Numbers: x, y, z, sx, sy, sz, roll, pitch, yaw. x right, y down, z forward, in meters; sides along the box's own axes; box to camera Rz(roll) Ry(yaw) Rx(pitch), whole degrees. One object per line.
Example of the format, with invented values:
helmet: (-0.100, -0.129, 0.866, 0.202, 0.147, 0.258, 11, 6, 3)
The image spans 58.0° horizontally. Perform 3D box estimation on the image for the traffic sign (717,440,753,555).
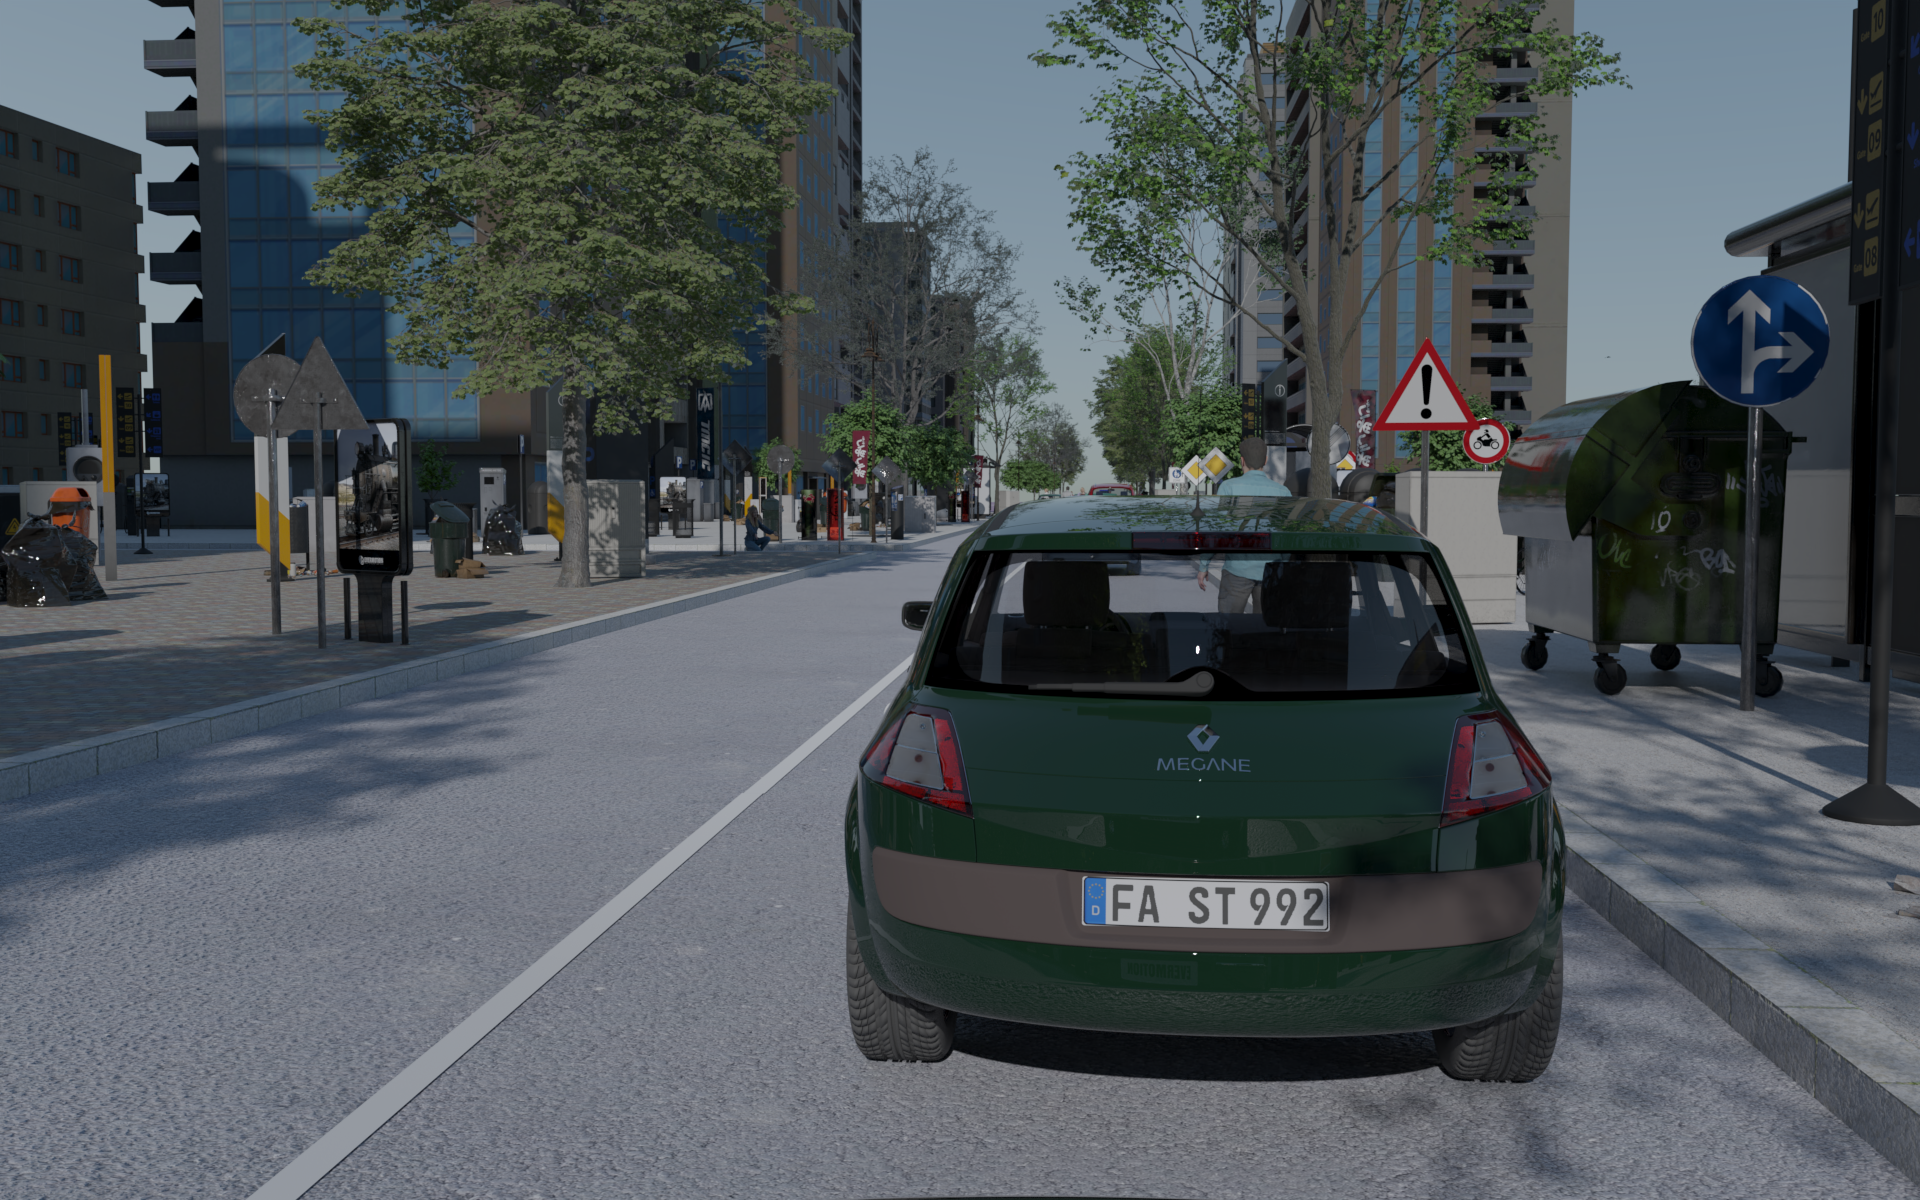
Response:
traffic sign: (-4.765, -2.170, 36.663, 0.795, 2.450, 0.064, 1, 4, 14)

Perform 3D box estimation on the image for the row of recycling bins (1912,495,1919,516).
row of recycling bins: (13.851, -0.985, 23.222, 1.069, 1.692, 3.534, 0, 4, 6)

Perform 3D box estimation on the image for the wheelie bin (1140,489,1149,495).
wheelie bin: (11.992, -6.434, 113.103, 0.693, 1.594, 0.980, 0, 4, 1)

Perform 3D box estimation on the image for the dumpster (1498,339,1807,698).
dumpster: (4.615, -0.564, 11.716, 1.502, 2.255, 1.985, 0, 4, 5)

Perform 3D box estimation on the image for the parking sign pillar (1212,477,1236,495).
parking sign pillar: (9.398, -4.369, 59.907, 1.447, 3.967, 1.447, -1, 4, -10)

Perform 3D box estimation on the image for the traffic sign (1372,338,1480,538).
traffic sign: (3.907, -0.891, 14.574, 0.884, 2.594, 0.081, 0, 4, 6)

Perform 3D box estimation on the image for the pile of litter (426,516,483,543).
pile of litter: (-13.276, -1.958, 45.978, 1.719, 0.858, 1.176, 1, 4, 17)

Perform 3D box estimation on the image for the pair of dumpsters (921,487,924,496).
pair of dumpsters: (-2.800, -5.289, 88.963, 1.574, 2.255, 4.437, 0, 4, 5)

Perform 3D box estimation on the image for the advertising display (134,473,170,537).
advertising display: (-24.378, -2.878, 52.274, 0.974, 1.923, 0.123, -2, 4, -28)

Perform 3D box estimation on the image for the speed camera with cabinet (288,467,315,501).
speed camera with cabinet: (-21.309, -3.781, 56.156, 2.038, 3.252, 0.660, -2, 4, -27)

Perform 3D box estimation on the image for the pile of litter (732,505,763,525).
pile of litter: (-8.858, -3.543, 71.890, 1.176, 0.858, 1.719, 3, 4, 37)

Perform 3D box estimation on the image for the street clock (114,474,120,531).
street clock: (-29.564, -3.415, 60.400, 0.471, 2.002, 0.358, -1, 4, -13)

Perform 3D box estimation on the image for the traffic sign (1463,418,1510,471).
traffic sign: (8.837, -1.776, 29.149, 0.768, 2.556, 0.104, 1, 4, 11)

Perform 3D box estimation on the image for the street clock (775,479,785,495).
street clock: (-8.459, -4.690, 81.253, 0.471, 2.002, 0.358, 3, 5, 42)

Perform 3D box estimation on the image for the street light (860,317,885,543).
street light: (-2.270, -4.441, 45.405, 0.468, 5.910, 1.993, 0, 4, 5)

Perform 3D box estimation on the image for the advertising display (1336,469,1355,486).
advertising display: (10.108, -2.397, 44.411, 0.974, 1.923, 0.123, 2, 4, 28)

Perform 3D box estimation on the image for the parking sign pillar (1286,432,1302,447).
parking sign pillar: (10.717, -4.234, 57.693, 1.447, 3.967, 1.447, 1, 4, 10)

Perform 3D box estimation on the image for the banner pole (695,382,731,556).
banner pole: (-5.125, -2.799, 35.783, 0.863, 3.779, 0.401, 2, 4, 31)

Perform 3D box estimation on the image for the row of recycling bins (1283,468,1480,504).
row of recycling bins: (6.818, -1.239, 27.367, 3.534, 1.692, 1.069, -1, 4, -13)

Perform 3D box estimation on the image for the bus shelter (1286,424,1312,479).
bus shelter: (10.155, -3.592, 52.656, 2.014, 3.302, 5.546, 0, 4, 5)

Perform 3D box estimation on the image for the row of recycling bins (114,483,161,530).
row of recycling bins: (-30.113, -3.488, 64.136, 1.069, 1.692, 3.534, 1, 4, 18)

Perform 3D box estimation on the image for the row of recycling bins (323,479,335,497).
row of recycling bins: (-16.296, -2.439, 46.991, 3.534, 1.692, 1.069, 3, 5, 45)

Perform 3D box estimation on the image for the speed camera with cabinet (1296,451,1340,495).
speed camera with cabinet: (7.802, -2.540, 35.860, 2.038, 3.252, 0.660, -3, 5, -40)

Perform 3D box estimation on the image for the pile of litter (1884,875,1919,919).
pile of litter: (3.744, 0.533, 5.248, 1.719, 0.858, 1.176, 2, 4, 23)

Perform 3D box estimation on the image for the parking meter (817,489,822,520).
parking meter: (-7.039, -4.748, 86.044, 0.372, 1.533, 0.369, 0, 3, 0)

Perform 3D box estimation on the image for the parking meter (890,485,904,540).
parking meter: (-1.765, -2.464, 48.696, 0.372, 1.533, 0.369, 0, 3, 0)

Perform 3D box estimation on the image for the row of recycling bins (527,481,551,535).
row of recycling bins: (-11.996, -2.949, 55.336, 3.534, 1.692, 1.069, -1, 4, -21)

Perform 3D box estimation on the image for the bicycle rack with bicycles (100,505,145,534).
bicycle rack with bicycles: (-27.725, -2.626, 56.317, 2.852, 0.926, 2.925, -1, 4, -21)

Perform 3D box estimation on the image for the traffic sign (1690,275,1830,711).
traffic sign: (4.665, -0.616, 10.186, 0.768, 2.556, 0.104, 1, 4, 8)

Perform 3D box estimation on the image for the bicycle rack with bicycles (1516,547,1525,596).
bicycle rack with bicycles: (6.923, -0.482, 21.256, 2.852, 0.926, 2.925, 0, 4, -7)

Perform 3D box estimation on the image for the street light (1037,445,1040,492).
street light: (7.255, -11.381, 158.864, 0.468, 5.910, 1.993, 0, 4, 5)

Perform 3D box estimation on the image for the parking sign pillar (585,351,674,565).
parking sign pillar: (-6.271, -2.628, 31.441, 1.447, 3.967, 1.447, 2, 4, 35)

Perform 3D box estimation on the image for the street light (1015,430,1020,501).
street light: (4.127, -9.103, 121.622, 0.468, 5.910, 1.993, 0, 4, 5)

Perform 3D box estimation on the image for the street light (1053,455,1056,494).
street light: (11.140, -14.170, 204.471, 0.468, 5.910, 1.993, 0, 4, 5)

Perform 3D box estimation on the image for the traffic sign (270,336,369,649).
traffic sign: (-5.298, -0.875, 14.315, 0.884, 2.594, 0.081, 1, 4, 10)

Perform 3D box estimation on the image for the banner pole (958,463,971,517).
banner pole: (0.292, -6.641, 98.597, 0.863, 3.779, 0.401, 2, 4, 24)

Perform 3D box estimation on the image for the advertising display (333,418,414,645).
advertising display: (-5.068, -0.597, 14.969, 0.974, 1.923, 0.123, 3, 4, 38)

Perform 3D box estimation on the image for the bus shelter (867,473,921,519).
bus shelter: (-3.136, -6.317, 80.907, 2.179, 5.291, 8.768, 0, 4, 5)

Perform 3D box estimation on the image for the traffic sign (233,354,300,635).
traffic sign: (-6.255, -0.958, 15.777, 0.768, 2.556, 0.104, 0, 4, 7)

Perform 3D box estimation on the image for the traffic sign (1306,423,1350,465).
traffic sign: (6.507, -1.869, 30.671, 0.768, 2.556, 0.104, 0, 4, 7)

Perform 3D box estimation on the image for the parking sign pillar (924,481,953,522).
parking sign pillar: (-1.010, -5.688, 81.473, 1.447, 3.967, 1.447, -1, 4, -20)

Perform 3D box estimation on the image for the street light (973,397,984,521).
street light: (0.861, -6.721, 82.672, 0.468, 5.910, 1.993, 0, 4, 5)

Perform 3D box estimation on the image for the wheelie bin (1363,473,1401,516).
wheelie bin: (6.413, -1.073, 25.449, 0.980, 1.594, 0.693, -1, 4, -11)

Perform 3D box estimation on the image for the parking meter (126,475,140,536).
parking meter: (-25.533, -2.920, 53.457, 0.255, 1.863, 0.399, -1, 4, -9)

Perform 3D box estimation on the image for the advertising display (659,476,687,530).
advertising display: (-10.249, -3.467, 61.891, 0.974, 1.923, 0.123, 0, 4, -6)

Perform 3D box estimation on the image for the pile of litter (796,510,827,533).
pile of litter: (-4.942, -2.706, 58.201, 1.176, 0.858, 1.719, 1, 4, 21)

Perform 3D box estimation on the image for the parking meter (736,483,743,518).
parking meter: (-11.614, -5.227, 91.176, 0.255, 1.863, 0.399, -3, 5, -43)

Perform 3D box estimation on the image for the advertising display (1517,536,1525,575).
advertising display: (8.971, -1.370, 27.612, 0.123, 1.923, 0.974, 0, 4, -1)

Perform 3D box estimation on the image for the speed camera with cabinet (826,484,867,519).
speed camera with cabinet: (-5.821, -5.785, 88.922, 2.038, 3.252, 0.660, -1, 4, -22)

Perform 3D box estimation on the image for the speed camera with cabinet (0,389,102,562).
speed camera with cabinet: (-17.010, -2.319, 32.254, 2.038, 3.252, 0.660, -2, 4, -32)

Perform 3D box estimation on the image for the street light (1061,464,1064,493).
street light: (14.334, -16.448, 241.708, 0.468, 5.910, 1.993, 0, 4, 5)

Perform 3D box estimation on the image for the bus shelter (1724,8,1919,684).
bus shelter: (6.995, -2.107, 12.087, 2.179, 5.291, 8.768, 0, 4, 5)

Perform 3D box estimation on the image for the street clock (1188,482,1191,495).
street clock: (12.872, -5.747, 98.538, 0.471, 2.002, 0.358, 3, 4, 36)

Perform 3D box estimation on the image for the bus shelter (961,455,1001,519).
bus shelter: (1.011, -5.987, 91.812, 2.014, 3.302, 5.546, 0, 4, 5)

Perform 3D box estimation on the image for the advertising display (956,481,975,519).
advertising display: (0.296, -5.062, 87.984, 0.974, 1.923, 0.123, 1, 4, 16)
